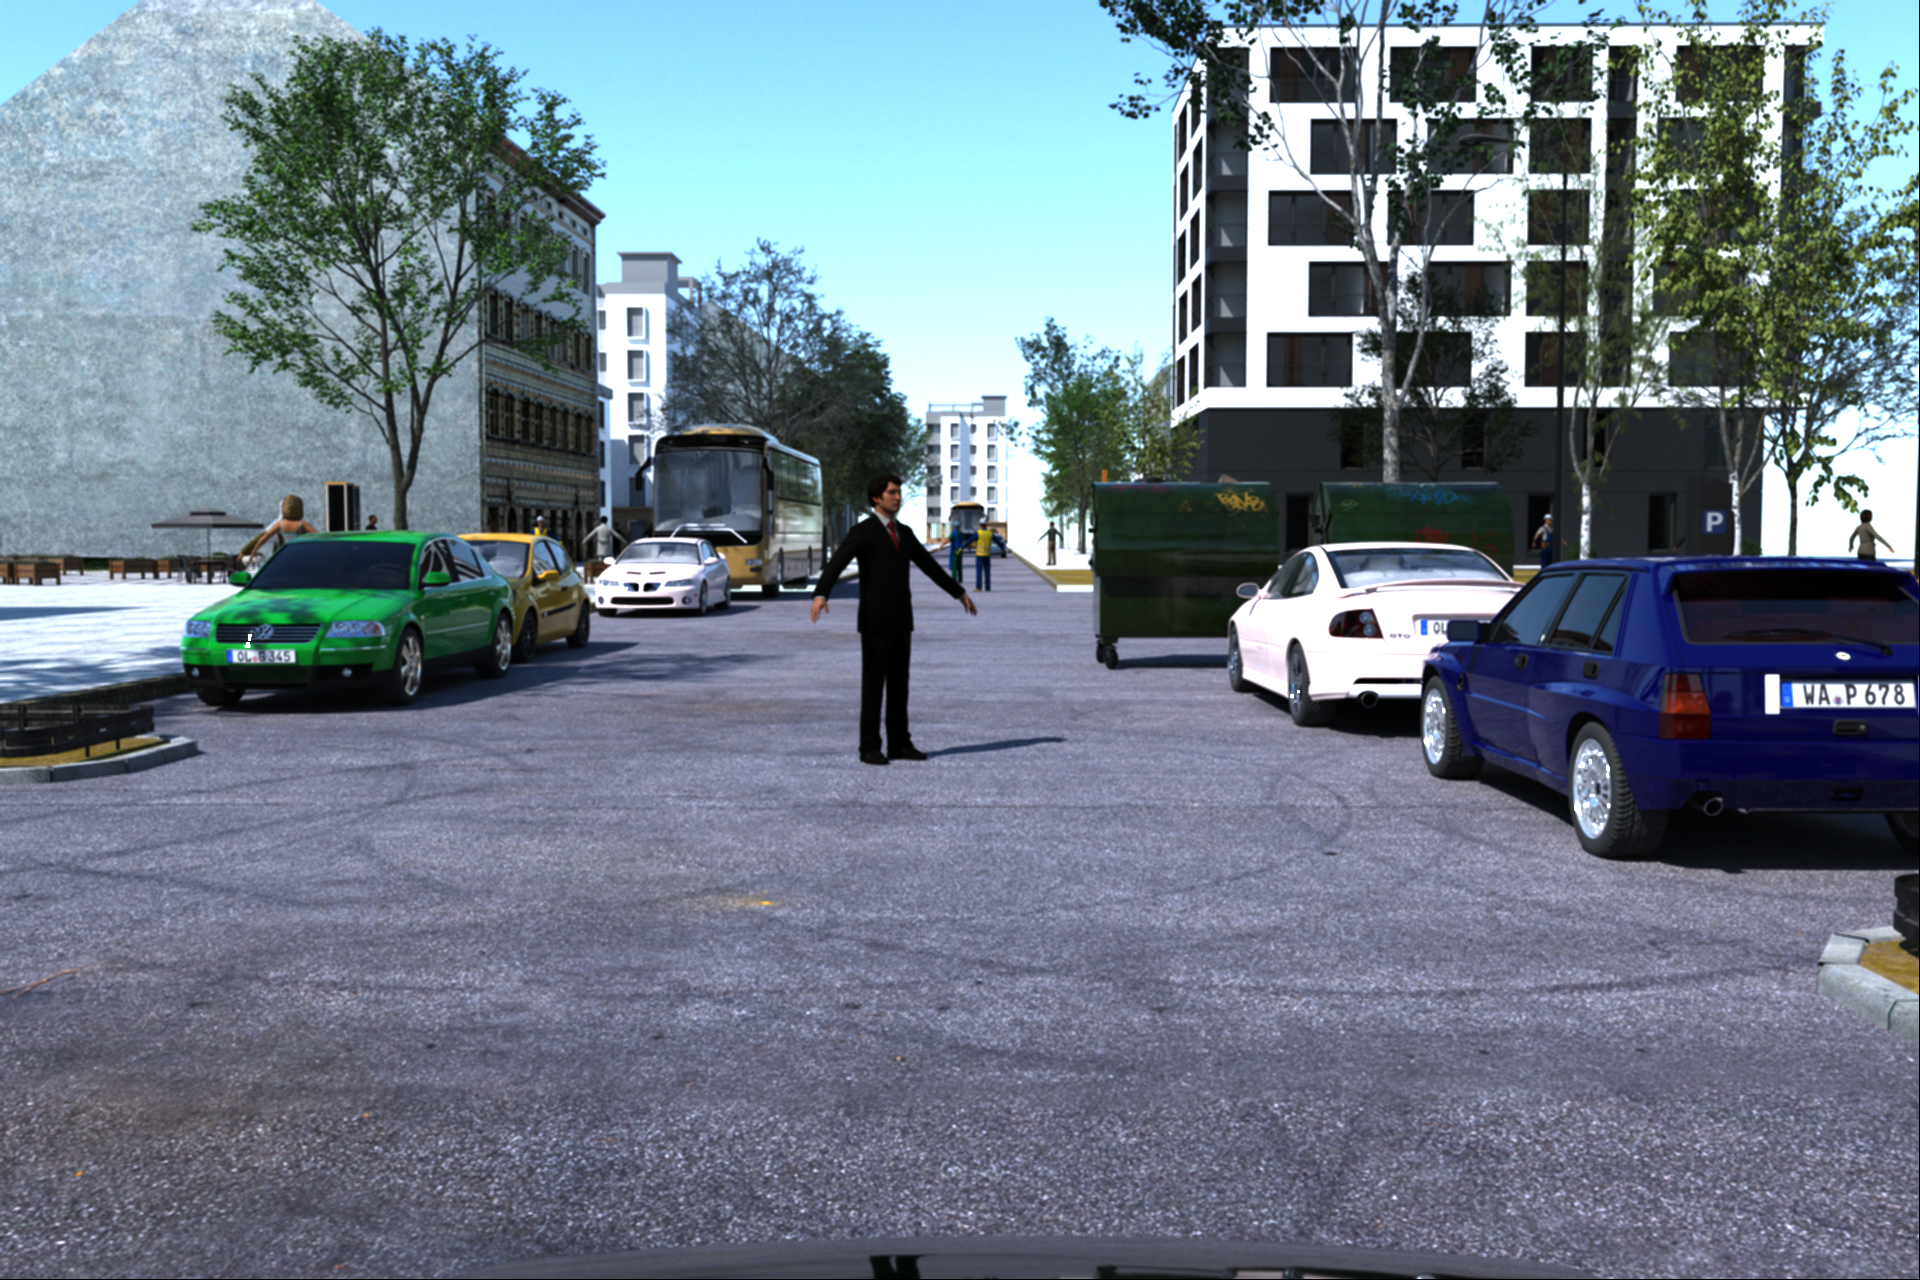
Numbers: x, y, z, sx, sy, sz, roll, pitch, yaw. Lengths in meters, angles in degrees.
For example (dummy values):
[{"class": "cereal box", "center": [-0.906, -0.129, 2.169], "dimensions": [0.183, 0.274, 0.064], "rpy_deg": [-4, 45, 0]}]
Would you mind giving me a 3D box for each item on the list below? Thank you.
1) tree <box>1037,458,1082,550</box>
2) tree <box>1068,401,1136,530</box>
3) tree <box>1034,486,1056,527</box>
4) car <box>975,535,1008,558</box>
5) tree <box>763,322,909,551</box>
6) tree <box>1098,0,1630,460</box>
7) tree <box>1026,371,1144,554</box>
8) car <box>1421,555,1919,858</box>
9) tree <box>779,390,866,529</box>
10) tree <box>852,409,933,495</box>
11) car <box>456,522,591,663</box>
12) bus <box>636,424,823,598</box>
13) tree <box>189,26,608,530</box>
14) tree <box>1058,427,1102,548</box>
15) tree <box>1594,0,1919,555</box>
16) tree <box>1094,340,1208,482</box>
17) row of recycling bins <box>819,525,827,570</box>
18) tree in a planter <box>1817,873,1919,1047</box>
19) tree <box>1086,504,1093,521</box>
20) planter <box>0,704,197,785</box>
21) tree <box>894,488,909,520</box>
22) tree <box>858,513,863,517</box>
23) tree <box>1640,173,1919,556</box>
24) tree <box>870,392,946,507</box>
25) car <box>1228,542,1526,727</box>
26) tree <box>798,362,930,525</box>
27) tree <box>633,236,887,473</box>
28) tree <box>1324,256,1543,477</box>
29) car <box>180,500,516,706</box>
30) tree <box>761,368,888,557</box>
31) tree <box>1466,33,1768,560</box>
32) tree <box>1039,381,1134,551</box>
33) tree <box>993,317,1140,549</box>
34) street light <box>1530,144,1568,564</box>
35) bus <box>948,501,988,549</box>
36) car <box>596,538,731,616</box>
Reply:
[{"class": "tree", "center": [8.641, -11.418, 137.045], "dimensions": [4.360, 8.622, 3.978], "rpy_deg": [0, 3, 0]}, {"class": "tree", "center": [7.680, -8.936, 96.473], "dimensions": [4.360, 8.622, 3.978], "rpy_deg": [0, 3, 0]}, {"class": "tree", "center": [12.670, -17.342, 233.900], "dimensions": [4.360, 8.622, 3.978], "rpy_deg": [0, 3, 0]}, {"class": "car", "center": [1.893, -5.652, 104.407], "dimensions": [2.014, 1.417, 4.499], "rpy_deg": [0, 4, 0]}, {"class": "tree", "center": [-7.517, -12.199, 106.114], "dimensions": [9.857, 13.997, 8.962], "rpy_deg": [0, 3, 0]}, {"class": "tree", "center": [8.264, -11.120, 37.709], "dimensions": [12.611, 20.169, 13.585], "rpy_deg": [0, 3, 0]}, {"class": "tree", "center": [7.887, -11.269, 110.009], "dimensions": [9.928, 11.665, 9.643], "rpy_deg": [0, 3, 0]}, {"class": "car", "center": [3.645, 0.219, 9.005], "dimensions": [1.945, 1.354, 3.894], "rpy_deg": [0, 4, 0]}, {"class": "tree", "center": [-7.610, -8.474, 88.912], "dimensions": [4.360, 8.622, 3.978], "rpy_deg": [0, 3, 0]}, {"class": "tree", "center": [-6.259, -12.957, 137.601], "dimensions": [9.928, 11.665, 9.643], "rpy_deg": [0, 3, 0]}, {"class": "car", "center": [-5.609, -0.630, 20.532], "dimensions": [2.015, 1.641, 3.980], "rpy_deg": [0, 4, 1]}, {"class": "bus", "center": [-5.214, -3.101, 42.254], "dimensions": [2.896, 3.916, 12.252], "rpy_deg": [0, 4, 1]}, {"class": "tree", "center": [-11.175, -6.670, 34.804], "dimensions": [9.928, 11.665, 9.643], "rpy_deg": [0, 3, 0]}, {"class": "tree", "center": [8.294, -10.357, 119.701], "dimensions": [4.360, 8.622, 3.978], "rpy_deg": [0, 3, 0]}, {"class": "tree", "center": [9.731, -4.330, 21.160], "dimensions": [4.737, 8.622, 4.395], "rpy_deg": [0, 3, 0]}, {"class": "tree", "center": [7.276, -7.116, 66.701], "dimensions": [4.737, 8.622, 4.395], "rpy_deg": [0, 3, 0]}, {"class": "row of recycling bins", "center": [-5.328, -3.391, 62.559], "dimensions": [1.069, 1.692, 3.534], "rpy_deg": [0, 4, 2]}, {"class": "tree in a planter", "center": [3.673, -0.471, 4.928], "dimensions": [1.991, 3.239, 1.994], "rpy_deg": [0, 4, 1]}, {"class": "tree", "center": [18.913, -17.324, 233.604], "dimensions": [4.360, 8.622, 3.978], "rpy_deg": [0, 3, 0]}, {"class": "planter", "center": [-5.960, 0.633, 10.787], "dimensions": [1.991, 0.319, 1.994], "rpy_deg": [0, 4, 1]}, {"class": "tree", "center": [-8.399, -17.345, 233.947], "dimensions": [4.360, 8.622, 3.978], "rpy_deg": [0, 3, 0]}, {"class": "tree", "center": [-17.359, -20.262, 237.936], "dimensions": [9.857, 13.997, 8.962], "rpy_deg": [0, 3, 0]}, {"class": "tree", "center": [28.939, -9.142, 59.848], "dimensions": [12.009, 13.543, 11.850], "rpy_deg": [0, 3, 0]}, {"class": "tree", "center": [-6.521, -14.649, 149.873], "dimensions": [12.009, 13.543, 11.850], "rpy_deg": [0, 3, 0]}, {"class": "car", "center": [3.412, -0.118, 14.286], "dimensions": [2.083, 1.381, 4.827], "rpy_deg": [0, 4, 0]}, {"class": "tree", "center": [-7.207, -12.814, 119.872], "dimensions": [12.009, 13.543, 11.850], "rpy_deg": [0, 3, 0]}, {"class": "tree", "center": [-7.893, -9.808, 70.731], "dimensions": [12.009, 13.543, 11.850], "rpy_deg": [0, 3, 0]}, {"class": "tree", "center": [15.925, -7.602, 58.701], "dimensions": [7.601, 10.594, 8.767], "rpy_deg": [0, 4, 5]}, {"class": "car", "center": [-5.442, -0.434, 15.885], "dimensions": [1.959, 1.807, 4.718], "rpy_deg": [0, 4, 1]}, {"class": "tree", "center": [-7.364, -9.884, 96.013], "dimensions": [7.601, 10.594, 8.767], "rpy_deg": [1, 4, 16]}, {"class": "tree", "center": [9.391, -4.657, 26.506], "dimensions": [4.360, 8.622, 3.978], "rpy_deg": [0, 3, 0]}, {"class": "tree", "center": [9.273, -12.832, 127.922], "dimensions": [7.486, 12.596, 7.792], "rpy_deg": [0, 3, 0]}, {"class": "tree", "center": [9.229, -17.934, 149.113], "dimensions": [12.611, 20.169, 13.585], "rpy_deg": [0, 3, 0]}, {"class": "street light", "center": [7.575, -2.919, 20.264], "dimensions": [1.470, 5.913, 1.316], "rpy_deg": [0, 4, 1]}, {"class": "bus", "center": [0.693, -8.713, 133.998], "dimensions": [2.896, 3.916, 12.252], "rpy_deg": [0, 4, 1]}, {"class": "car", "center": [-5.351, -1.182, 31.694], "dimensions": [2.083, 1.381, 4.827], "rpy_deg": [0, 4, 1]}]
